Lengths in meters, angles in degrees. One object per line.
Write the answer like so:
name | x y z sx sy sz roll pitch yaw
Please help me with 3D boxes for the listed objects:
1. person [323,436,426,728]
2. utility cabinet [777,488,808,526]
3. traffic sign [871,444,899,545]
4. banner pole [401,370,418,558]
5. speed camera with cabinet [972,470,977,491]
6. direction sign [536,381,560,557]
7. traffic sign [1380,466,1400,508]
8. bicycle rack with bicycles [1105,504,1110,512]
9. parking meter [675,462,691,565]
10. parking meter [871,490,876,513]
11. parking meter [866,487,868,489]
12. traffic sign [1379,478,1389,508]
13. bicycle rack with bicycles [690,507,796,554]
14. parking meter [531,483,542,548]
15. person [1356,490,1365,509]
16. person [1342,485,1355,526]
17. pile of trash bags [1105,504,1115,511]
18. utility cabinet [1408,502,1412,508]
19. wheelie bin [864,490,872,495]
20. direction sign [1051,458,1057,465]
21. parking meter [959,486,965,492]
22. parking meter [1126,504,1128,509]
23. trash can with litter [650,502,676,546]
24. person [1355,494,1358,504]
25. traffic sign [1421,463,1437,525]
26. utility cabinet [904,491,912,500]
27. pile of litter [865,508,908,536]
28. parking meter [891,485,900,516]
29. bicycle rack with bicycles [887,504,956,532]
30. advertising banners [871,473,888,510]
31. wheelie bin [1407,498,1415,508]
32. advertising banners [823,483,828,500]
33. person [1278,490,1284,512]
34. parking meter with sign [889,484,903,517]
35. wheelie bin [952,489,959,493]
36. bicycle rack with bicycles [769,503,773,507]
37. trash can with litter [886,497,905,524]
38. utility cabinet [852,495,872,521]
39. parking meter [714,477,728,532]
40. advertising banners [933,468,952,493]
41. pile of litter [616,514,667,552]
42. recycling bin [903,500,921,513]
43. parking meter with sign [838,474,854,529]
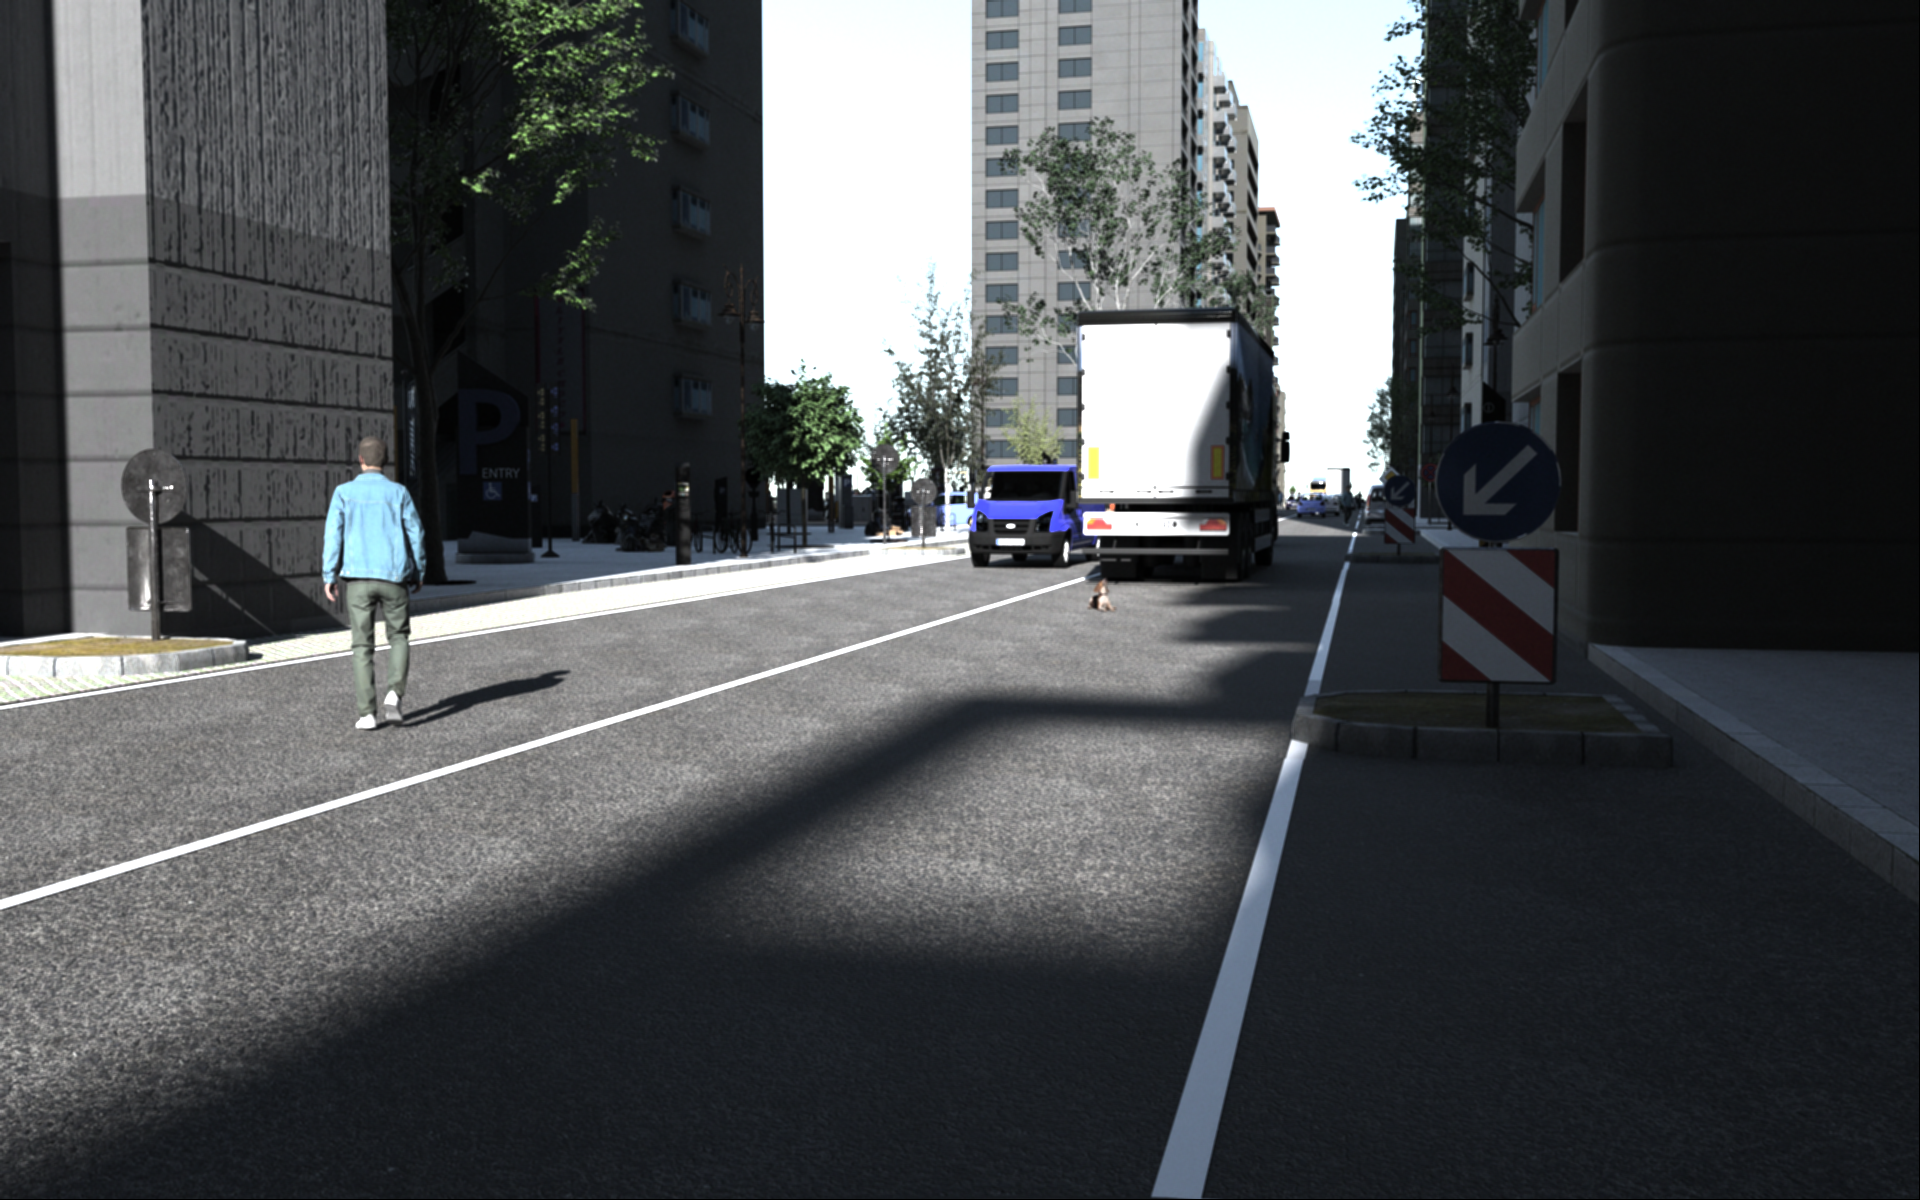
person | -3.556 -0.104 10.542 0.601 1.785 0.444 -1 4 -19
utility cabinet | -6.583 -3.627 67.980 1.173 1.500 0.318 0 4 7
traffic sign | -1.917 -2.683 43.972 0.768 2.556 0.104 1 4 16
banner pole | -11.032 -2.736 34.746 0.401 3.779 0.863 -3 4 -36
speed camera with cabinet | 1.989 -8.868 139.326 2.038 3.252 0.660 0 4 3
direction sign | -8.340 -2.639 35.145 0.379 3.537 0.876 -3 5 -42
traffic sign | 15.504 -3.589 62.316 0.795 2.450 0.064 1 4 13
bicycle rack with bicycles | 10.654 -7.031 128.341 2.925 0.926 2.852 -3 5 -42
parking meter | -5.009 -1.566 31.311 0.255 1.863 0.399 -1 4 -12
parking meter | -5.998 -6.846 120.348 0.372 1.533 0.369 0 3 0
parking meter | -7.598 -8.414 143.281 0.399 1.863 0.255 -3 5 -41
traffic sign | 17.324 -4.064 70.091 0.795 2.450 0.064 1 4 13
bicycle rack with bicycles | -4.765 -1.504 37.973 2.852 0.926 2.925 -1 4 -16
parking meter | -10.207 -2.024 41.505 0.372 1.533 0.369 0 3 0
person | 39.426 -9.915 170.694 0.705 1.814 1.350 -2 4 -28
person | 17.477 -4.258 78.144 0.660 1.820 0.620 -2 4 -33
pile of trash bags | 6.722 -4.748 87.388 3.447 1.369 1.912 3 5 44
utility cabinet | 32.693 -7.001 125.628 0.306 1.237 1.020 1 4 19
wheelie bin | -6.852 -7.525 130.939 0.693 1.594 0.980 -3 5 -41
direction sign | 5.856 -7.237 110.326 0.379 3.537 0.876 -3 4 -38
parking meter | 0.103 -6.866 117.974 0.399 1.863 0.255 0 4 -4
parking meter | 14.300 -8.687 147.738 0.255 1.863 0.399 1 4 17
trash can with litter | -7.180 -1.896 42.395 1.055 1.170 0.624 -2 4 -25
person | 56.611 -14.447 247.938 0.991 1.433 0.599 -3 4 -36
traffic sign | 19.422 -4.368 71.516 0.768 2.556 0.104 1 4 19
utility cabinet | -3.839 -7.881 137.538 1.173 1.500 0.318 -1 4 -8
pile of litter | -2.257 -2.430 53.688 1.719 0.858 1.176 -3 5 -39
parking meter | -3.022 -4.610 81.092 0.399 1.863 0.255 1 4 18
bicycle rack with bicycles | -1.422 -2.844 59.878 2.852 0.926 2.925 1 4 16
advertising banners | -5.802 -8.001 126.998 2.074 3.025 0.090 3 4 39
wheelie bin | 33.451 -7.390 128.734 0.693 1.594 0.980 0 4 5
advertising banners | -8.356 -6.873 108.554 0.090 3.025 2.074 1 4 12
person | 25.955 -8.039 140.208 0.793 1.790 0.793 0 4 7
parking meter with sign | -3.519 -6.068 95.468 1.738 3.016 0.543 2 4 27
wheelie bin | -0.294 -6.370 112.053 0.693 1.594 0.980 -2 4 -27
bicycle rack with bicycles | -12.055 -5.084 96.511 2.925 0.926 2.852 3 5 45
trash can with litter | -2.759 -3.856 74.428 0.624 1.170 1.055 -1 4 -20
utility cabinet | -4.651 -4.312 81.656 1.020 1.237 0.306 2 4 26
parking meter | -8.033 -3.210 58.191 0.399 1.863 0.255 -2 4 -25
advertising banners | -0.774 -7.428 117.634 2.074 3.025 0.090 0 4 7
pile of litter | -7.188 -1.529 38.963 1.176 0.858 1.719 0 4 -4
recycling bin | -2.178 -4.061 78.954 0.722 1.027 0.722 0 4 6
parking meter with sign | -4.333 -4.207 65.052 0.543 3.016 1.738 -1 4 -16
